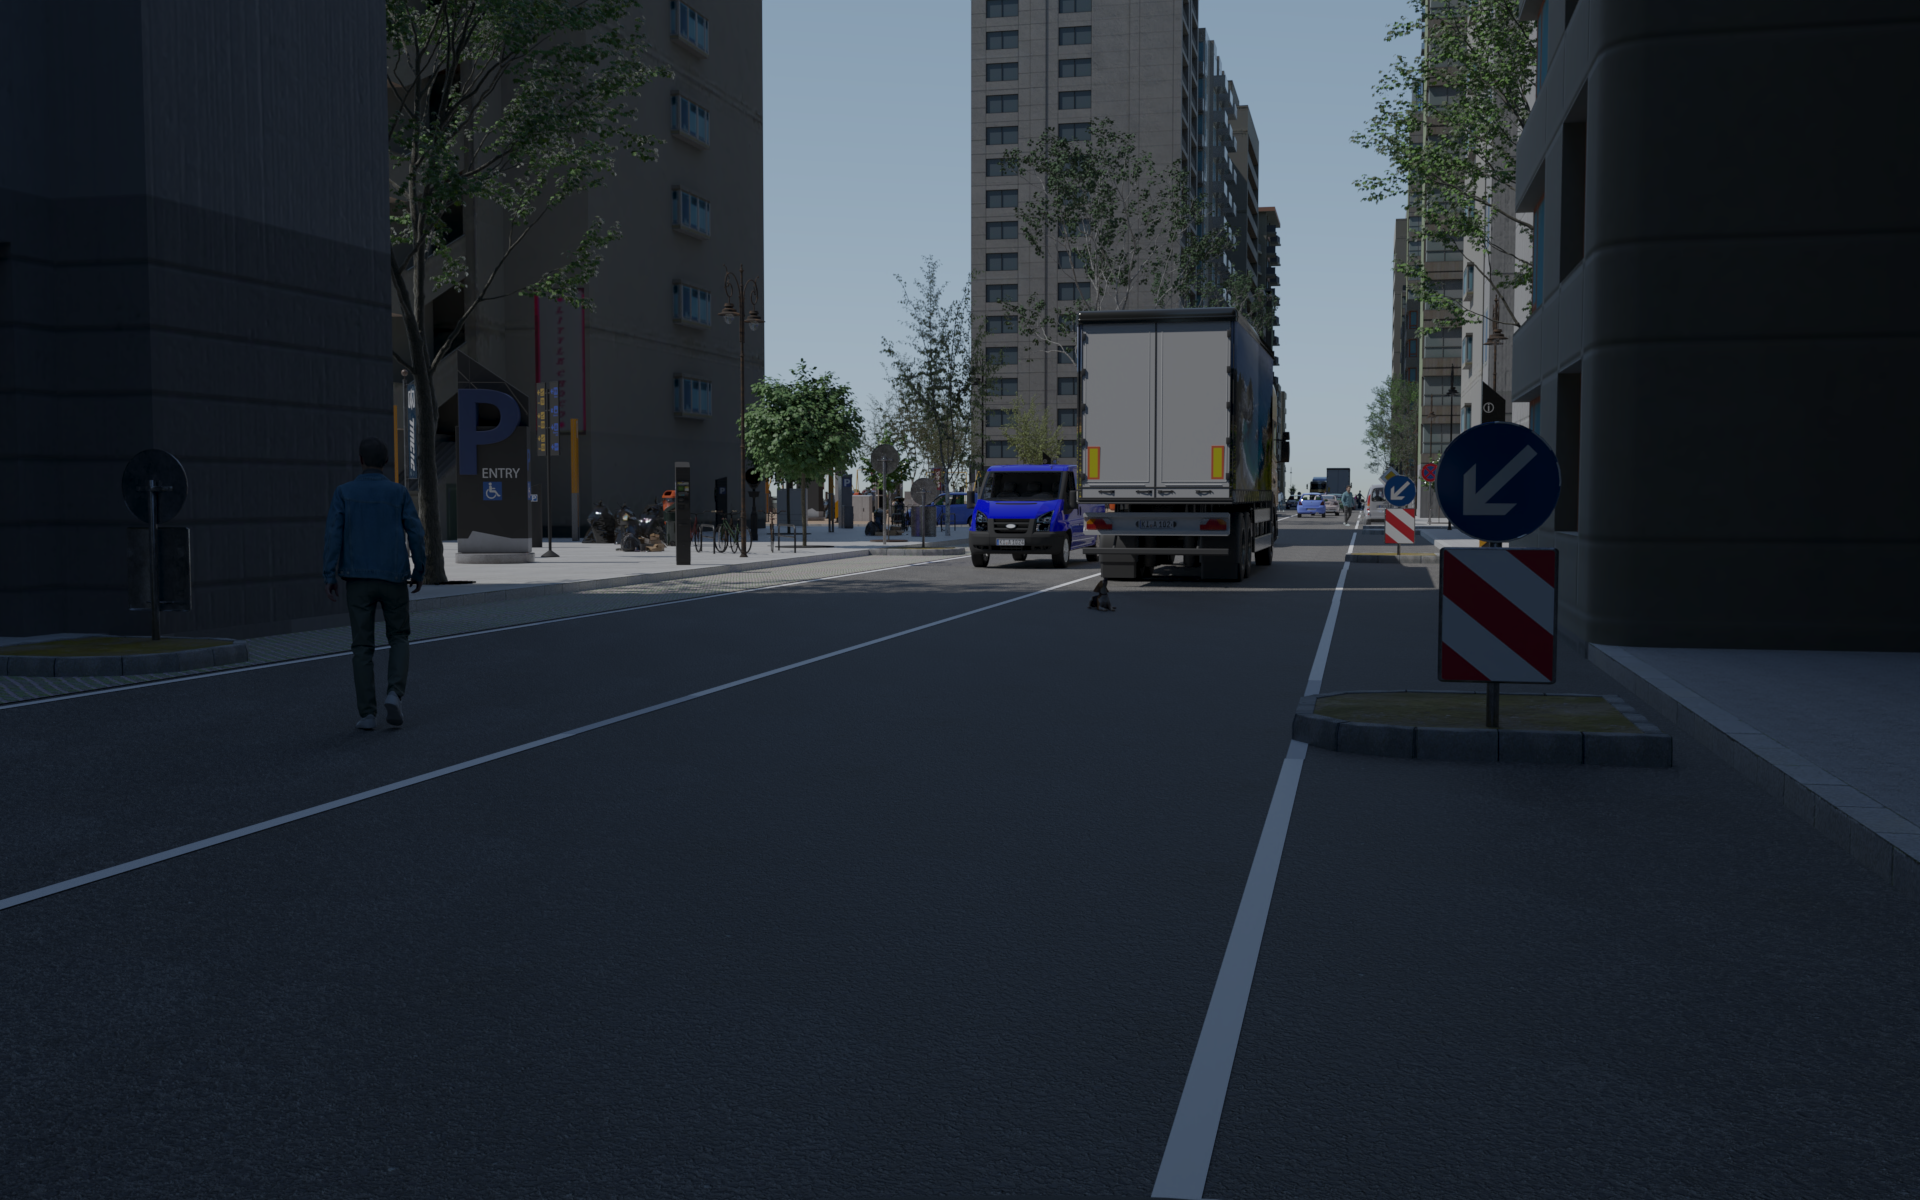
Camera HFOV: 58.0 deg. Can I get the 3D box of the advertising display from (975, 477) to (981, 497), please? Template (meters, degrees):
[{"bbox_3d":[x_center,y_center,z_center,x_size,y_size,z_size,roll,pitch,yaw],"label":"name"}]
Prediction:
[{"bbox_3d":[1.151,-4.246,74.629,0.974,1.923,0.123,0,4,7],"label":"advertising display"}]

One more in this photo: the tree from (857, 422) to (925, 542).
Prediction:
[{"bbox_3d":[-2.033,-3.170,46.425,1.663,3.219,1.824,0,3,0],"label":"tree"}]

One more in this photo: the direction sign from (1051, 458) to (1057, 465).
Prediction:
[{"bbox_3d":[5.856,-7.237,110.326,0.379,3.537,0.876,-3,4,-38],"label":"direction sign"}]

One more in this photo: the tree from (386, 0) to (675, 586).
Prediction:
[{"bbox_3d":[-7.657,-6.032,24.379,9.928,11.665,9.643,0,3,0],"label":"tree"}]

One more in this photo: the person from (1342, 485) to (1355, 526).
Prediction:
[{"bbox_3d":[17.477,-4.258,78.144,0.660,1.820,0.620,-2,4,-33],"label":"person"}]

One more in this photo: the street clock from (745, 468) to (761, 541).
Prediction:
[{"bbox_3d":[-5.648,-2.624,47.475,0.471,2.002,0.358,0,4,3],"label":"street clock"}]

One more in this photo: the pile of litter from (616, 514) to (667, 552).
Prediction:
[{"bbox_3d":[-7.188,-1.529,38.963,1.176,0.858,1.719,0,4,-4],"label":"pile of litter"}]

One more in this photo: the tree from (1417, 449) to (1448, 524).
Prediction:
[{"bbox_3d":[20.650,-4.922,75.077,1.663,3.219,1.824,0,3,0],"label":"tree"}]

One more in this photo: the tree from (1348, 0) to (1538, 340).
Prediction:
[{"bbox_3d":[9.985,-6.269,28.246,9.928,11.665,9.643,0,3,0],"label":"tree"}]

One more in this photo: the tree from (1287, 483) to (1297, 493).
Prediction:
[{"bbox_3d":[58.107,-18.826,302.401,1.663,3.219,1.824,0,3,0],"label":"tree"}]

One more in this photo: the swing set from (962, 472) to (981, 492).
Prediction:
[{"bbox_3d":[2.386,-7.398,118.583,3.119,2.851,2.862,2,4,32],"label":"swing set"}]

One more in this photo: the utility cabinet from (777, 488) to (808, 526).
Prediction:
[{"bbox_3d":[-6.583,-3.627,67.980,1.173,1.500,0.318,0,4,7],"label":"utility cabinet"}]

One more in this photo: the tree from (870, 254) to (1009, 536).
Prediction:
[{"bbox_3d":[-0.388,-6.276,52.969,4.360,8.622,3.978,0,3,0],"label":"tree"}]

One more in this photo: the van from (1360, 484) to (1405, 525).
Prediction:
[{"bbox_3d":[18.241,-4.125,74.452,2.013,2.044,4.112,1,4,12],"label":"van"}]

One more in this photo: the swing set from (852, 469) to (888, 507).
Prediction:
[{"bbox_3d":[-4.997,-6.876,110.048,3.119,2.851,2.862,0,4,2],"label":"swing set"}]

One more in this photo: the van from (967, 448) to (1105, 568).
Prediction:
[{"bbox_3d":[1.635,-1.898,35.416,2.240,2.365,5.245,1,4,15],"label":"van"}]

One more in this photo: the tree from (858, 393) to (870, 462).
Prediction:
[{"bbox_3d":[-5.628,-10.574,123.243,4.360,8.622,3.978,0,3,0],"label":"tree"}]

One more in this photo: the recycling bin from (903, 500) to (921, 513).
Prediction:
[{"bbox_3d":[-2.178,-4.061,78.954,0.722,1.027,0.722,0,4,6],"label":"recycling bin"}]

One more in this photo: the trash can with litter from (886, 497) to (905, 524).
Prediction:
[{"bbox_3d":[-2.759,-3.856,74.428,0.624,1.170,1.055,-1,4,-20],"label":"trash can with litter"}]

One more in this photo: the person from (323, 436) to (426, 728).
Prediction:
[{"bbox_3d":[-3.556,-0.104,10.542,0.601,1.785,0.444,-1,4,-19],"label":"person"}]

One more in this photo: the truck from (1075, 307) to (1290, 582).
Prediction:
[{"bbox_3d":[4.324,-2.617,31.705,2.839,4.237,11.283,1,4,14],"label":"truck"}]

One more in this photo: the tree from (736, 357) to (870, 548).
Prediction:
[{"bbox_3d":[-3.762,-3.548,41.719,4.285,4.588,4.351,0,3,0],"label":"tree"}]

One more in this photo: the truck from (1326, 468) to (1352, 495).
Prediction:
[{"bbox_3d":[41.495,-12.287,189.808,2.839,4.237,11.283,1,4,13],"label":"truck"}]

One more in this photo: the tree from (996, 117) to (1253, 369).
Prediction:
[{"bbox_3d":[7.758,-14.021,85.133,12.611,20.169,13.585,0,3,0],"label":"tree"}]

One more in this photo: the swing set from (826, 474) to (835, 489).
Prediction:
[{"bbox_3d":[-9.573,-8.502,136.623,2.862,2.851,3.119,2,4,28],"label":"swing set"}]

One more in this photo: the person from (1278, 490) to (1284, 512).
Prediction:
[{"bbox_3d":[25.955,-8.039,140.208,0.793,1.790,0.793,0,4,7],"label":"person"}]

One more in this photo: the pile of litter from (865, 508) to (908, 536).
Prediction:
[{"bbox_3d":[-2.257,-2.430,53.688,1.719,0.858,1.176,-3,5,-39],"label":"pile of litter"}]

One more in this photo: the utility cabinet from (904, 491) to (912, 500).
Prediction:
[{"bbox_3d":[-3.839,-7.881,137.538,1.173,1.500,0.318,-1,4,-8],"label":"utility cabinet"}]

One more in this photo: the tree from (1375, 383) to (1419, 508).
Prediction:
[{"bbox_3d":[28.918,-9.837,111.202,4.360,8.622,3.978,0,3,0],"label":"tree"}]

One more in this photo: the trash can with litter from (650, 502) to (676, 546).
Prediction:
[{"bbox_3d":[-7.180,-1.896,42.395,1.055,1.170,0.624,-2,4,-25],"label":"trash can with litter"}]

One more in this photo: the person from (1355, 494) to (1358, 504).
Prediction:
[{"bbox_3d":[56.611,-14.447,247.938,0.991,1.433,0.599,-3,4,-36],"label":"person"}]

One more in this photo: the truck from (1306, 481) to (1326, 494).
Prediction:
[{"bbox_3d":[53.567,-16.037,258.120,3.469,3.379,9.791,1,4,15],"label":"truck"}]

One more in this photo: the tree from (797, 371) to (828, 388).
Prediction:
[{"bbox_3d":[-8.745,-9.340,103.063,4.737,8.622,4.395,0,3,0],"label":"tree"}]

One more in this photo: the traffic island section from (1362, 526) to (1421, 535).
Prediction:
[{"bbox_3d":[15.528,-2.453,62.388,2.009,0.180,2.903,1,4,13],"label":"traffic island section"}]

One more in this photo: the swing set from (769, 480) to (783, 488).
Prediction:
[{"bbox_3d":[-10.070,-5.294,84.169,3.119,2.851,2.862,2,4,24],"label":"swing set"}]

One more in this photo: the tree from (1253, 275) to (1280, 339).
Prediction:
[{"bbox_3d":[17.731,-17.115,135.716,12.611,20.169,13.585,0,3,0],"label":"tree"}]

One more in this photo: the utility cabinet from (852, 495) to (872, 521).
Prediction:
[{"bbox_3d":[-4.651,-4.312,81.656,1.020,1.237,0.306,2,4,26],"label":"utility cabinet"}]

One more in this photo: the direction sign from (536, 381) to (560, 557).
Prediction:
[{"bbox_3d":[-8.340,-2.639,35.145,0.379,3.537,0.876,-3,5,-42],"label":"direction sign"}]

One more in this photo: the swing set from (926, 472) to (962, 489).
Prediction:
[{"bbox_3d":[-0.839,-7.680,123.181,3.119,2.851,2.862,0,4,-3],"label":"swing set"}]

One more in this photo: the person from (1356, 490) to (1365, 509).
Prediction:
[{"bbox_3d":[39.426,-9.915,170.694,0.705,1.814,1.350,-2,4,-28],"label":"person"}]

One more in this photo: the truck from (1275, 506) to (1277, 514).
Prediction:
[{"bbox_3d":[19.728,-7.698,115.618,2.967,4.110,18.799,1,4,12],"label":"truck"}]

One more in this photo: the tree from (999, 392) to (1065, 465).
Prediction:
[{"bbox_3d":[4.903,-10.679,124.960,4.737,8.622,4.395,0,3,0],"label":"tree"}]

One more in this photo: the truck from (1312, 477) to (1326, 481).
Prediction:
[{"bbox_3d":[57.516,-17.488,275.681,2.967,4.110,18.799,1,4,13],"label":"truck"}]
